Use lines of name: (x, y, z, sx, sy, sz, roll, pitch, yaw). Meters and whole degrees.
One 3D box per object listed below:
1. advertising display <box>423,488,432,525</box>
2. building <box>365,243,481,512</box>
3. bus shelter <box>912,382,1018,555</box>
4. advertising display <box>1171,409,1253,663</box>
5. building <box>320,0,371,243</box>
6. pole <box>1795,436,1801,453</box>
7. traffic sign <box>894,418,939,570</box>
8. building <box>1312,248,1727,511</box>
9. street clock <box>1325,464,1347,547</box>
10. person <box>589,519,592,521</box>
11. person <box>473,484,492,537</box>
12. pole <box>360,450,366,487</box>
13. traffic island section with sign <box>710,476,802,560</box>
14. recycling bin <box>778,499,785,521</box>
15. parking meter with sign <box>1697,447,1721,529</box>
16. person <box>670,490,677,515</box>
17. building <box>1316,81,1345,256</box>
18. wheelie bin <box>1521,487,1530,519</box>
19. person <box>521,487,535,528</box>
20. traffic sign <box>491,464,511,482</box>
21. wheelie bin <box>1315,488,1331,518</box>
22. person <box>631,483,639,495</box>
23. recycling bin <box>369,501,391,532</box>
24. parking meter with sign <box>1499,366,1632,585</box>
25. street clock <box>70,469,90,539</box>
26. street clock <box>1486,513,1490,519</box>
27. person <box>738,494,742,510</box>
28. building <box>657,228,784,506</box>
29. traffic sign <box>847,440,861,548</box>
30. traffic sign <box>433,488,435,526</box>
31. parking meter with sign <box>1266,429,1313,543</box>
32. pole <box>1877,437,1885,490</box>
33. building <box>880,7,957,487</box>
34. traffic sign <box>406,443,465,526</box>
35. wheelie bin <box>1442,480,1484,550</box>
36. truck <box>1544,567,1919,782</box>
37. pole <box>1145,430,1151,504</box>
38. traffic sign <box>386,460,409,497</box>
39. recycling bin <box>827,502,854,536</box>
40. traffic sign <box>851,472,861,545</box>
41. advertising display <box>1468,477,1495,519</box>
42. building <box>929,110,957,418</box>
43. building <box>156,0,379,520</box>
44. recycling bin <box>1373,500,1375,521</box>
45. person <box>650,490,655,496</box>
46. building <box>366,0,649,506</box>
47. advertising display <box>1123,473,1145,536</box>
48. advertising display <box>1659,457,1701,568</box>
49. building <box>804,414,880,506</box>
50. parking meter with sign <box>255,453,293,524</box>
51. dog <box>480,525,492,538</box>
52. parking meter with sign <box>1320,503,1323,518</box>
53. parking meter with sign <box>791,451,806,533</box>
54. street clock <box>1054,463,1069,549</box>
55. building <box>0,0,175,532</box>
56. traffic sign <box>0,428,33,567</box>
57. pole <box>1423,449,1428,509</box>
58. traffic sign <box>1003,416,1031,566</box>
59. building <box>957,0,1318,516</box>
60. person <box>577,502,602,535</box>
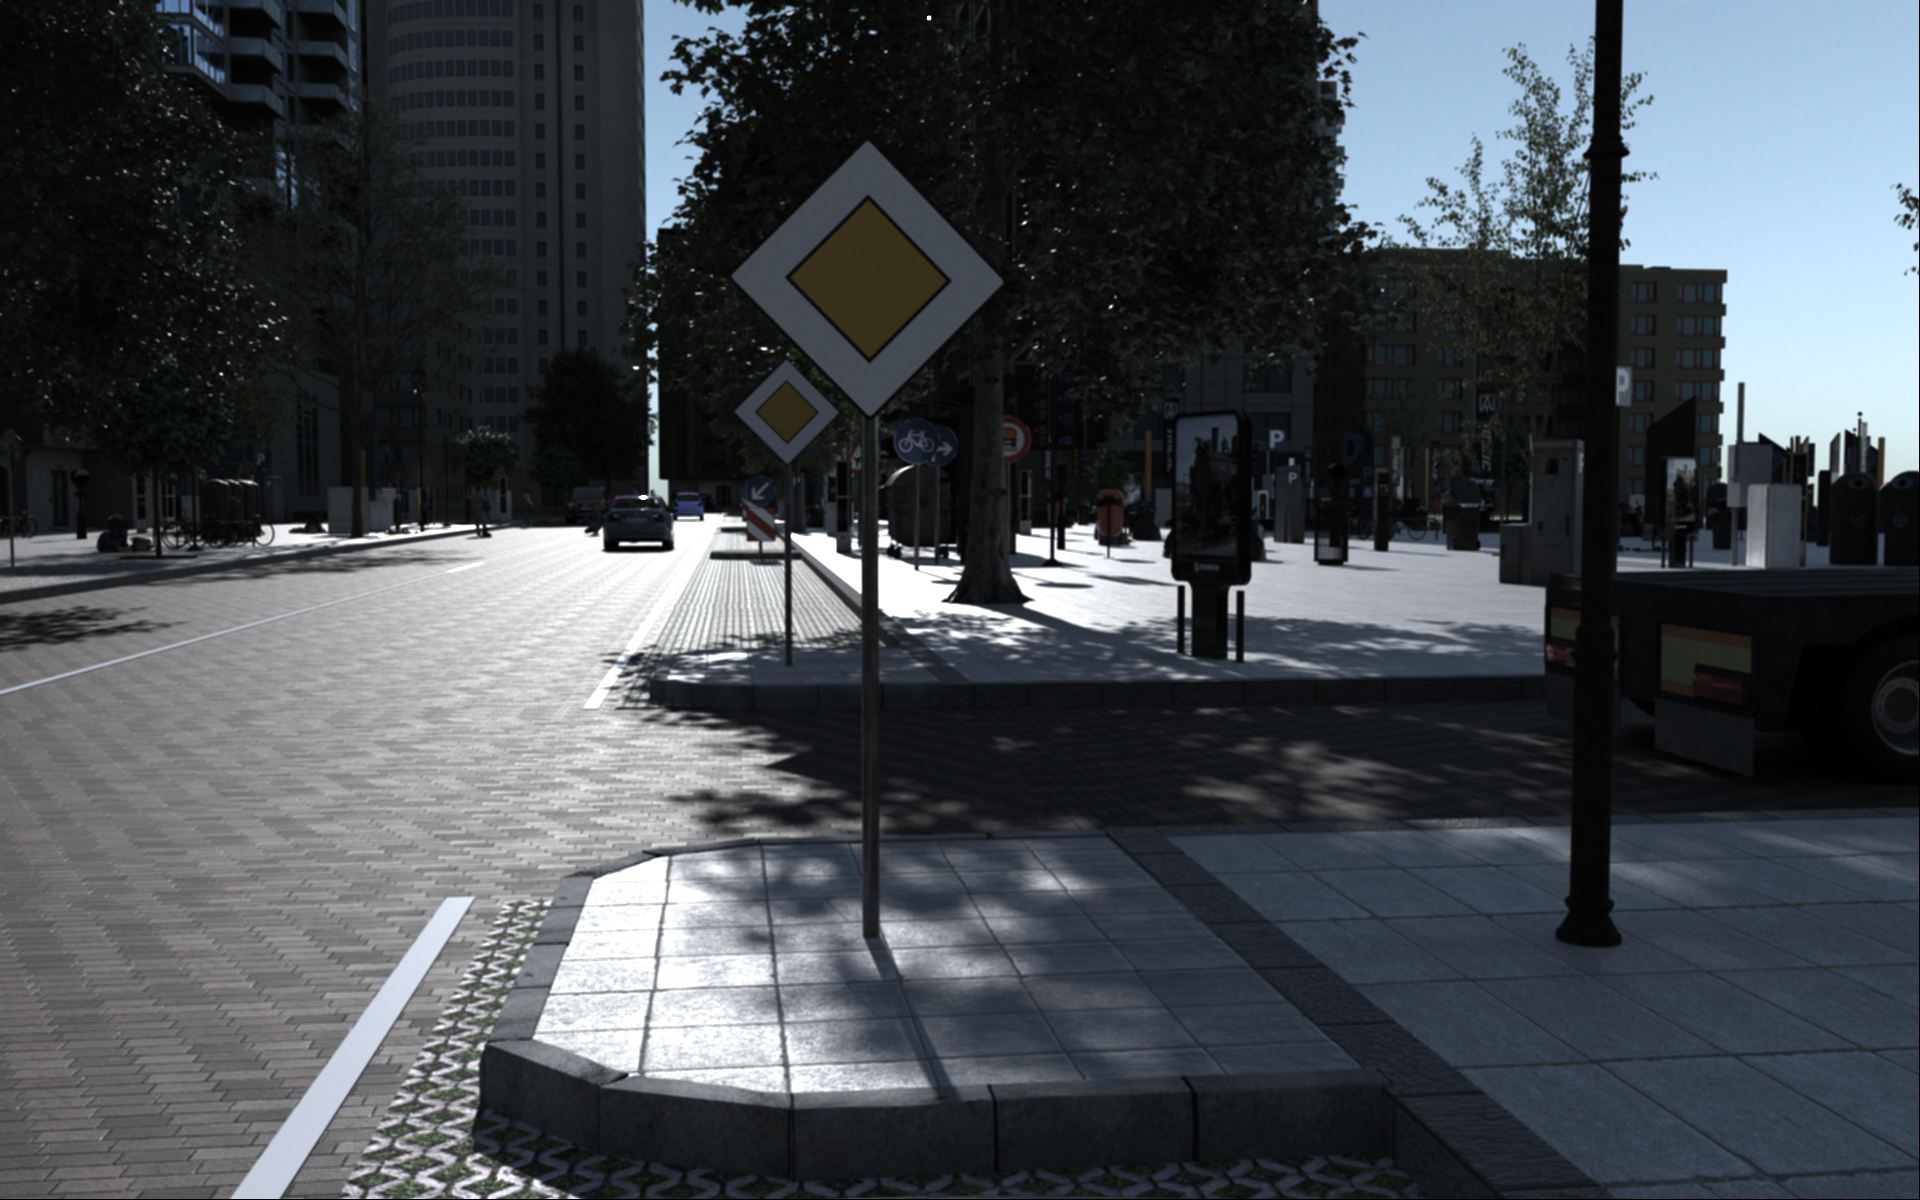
advertising display: (-22.441, -4.120, 72.577, 0.974, 1.923, 0.123, 3, 5, 41)
building: (-53.948, -17.674, 134.008, 28.899, 21.520, 27.650, 0, 4, -7)
bus shelter: (0.034, -2.954, 39.576, 1.731, 3.624, 6.357, 0, 4, -8)
advertising display: (1.957, -0.509, 13.542, 0.123, 1.923, 0.974, -2, 4, -24)
building: (-73.367, -45.549, 182.973, 20.611, 71.187, 20.563, 0, 4, -7)
pole: (29.332, -4.090, 60.722, 0.158, 3.312, 0.155, 0, 3, 0)
traffic sign: (-0.731, -1.773, 29.103, 0.768, 2.556, 0.104, 0, 4, -3)
building: (42.926, -18.380, 145.545, 28.899, 21.520, 27.650, 0, 4, -7)
street clock: (9.056, -2.275, 41.773, 0.471, 2.002, 0.358, -2, 4, -25)
person: (-19.500, -5.122, 91.878, 1.348, 1.869, 0.705, -1, 4, -14)
person: (-16.036, -3.026, 58.326, 0.716, 1.782, 0.532, 2, 4, 28)
pole: (-27.388, -5.241, 79.536, 0.158, 3.312, 0.155, 0, 3, 0)
traffic island section with sign: (-4.549, -1.826, 38.475, 1.989, 1.847, 2.006, 0, 4, -7)
recycling bin: (-8.353, -4.370, 84.009, 0.722, 1.027, 0.722, 2, 4, 34)
parking meter with sign: (27.410, -4.181, 64.617, 1.738, 3.016, 0.543, 2, 4, 24)
person: (-18.853, -6.457, 114.794, 0.721, 1.735, 1.217, -3, 5, -42)
building: (27.263, -35.428, 198.858, 30.456, 49.044, 23.786, 0, 4, -7)
wheelie bin: (26.513, -4.440, 80.494, 0.980, 1.594, 0.693, 3, 5, 40)
person: (-18.584, -3.987, 74.275, 0.643, 1.750, 0.593, -3, 5, -40)
traffic sign: (-20.087, -4.633, 75.756, 0.884, 2.594, 0.081, 0, 4, 2)
wheelie bin: (17.532, -4.666, 84.196, 0.980, 1.594, 0.693, -1, 4, -23)
person: (-10.180, -2.760, 53.962, 0.374, 1.781, 0.599, -1, 4, -19)
recycling bin: (-19.974, -2.864, 59.373, 0.722, 1.027, 0.722, -2, 4, -34)
parking meter with sign: (8.439, -1.716, 24.321, 0.543, 3.016, 1.738, -3, 5, -41)
street clock: (-25.079, -2.742, 49.401, 0.358, 2.002, 0.471, 2, 4, 28)
street clock: (22.944, -4.324, 75.270, 0.471, 2.002, 0.358, -2, 4, -26)
person: (-18.938, -8.530, 149.442, 0.415, 1.643, 0.593, -1, 4, -10)
building: (-25.593, -25.445, 187.732, 14.107, 30.474, 14.160, 0, 4, -7)
traffic sign: (-2.422, -2.538, 41.502, 0.884, 2.594, 0.081, 0, 4, -4)
traffic sign: (-20.978, -4.220, 69.008, 0.884, 2.594, 0.081, 0, 4, 1)
parking meter with sign: (8.638, -3.026, 45.734, 0.543, 3.016, 1.738, -1, 4, -11)
pole: (33.079, -4.184, 62.253, 0.158, 3.312, 0.155, 0, 3, 0)
building: (4.808, -31.798, 143.600, 21.300, 48.544, 21.600, 0, 4, -7)
traffic sign: (-20.792, -4.577, 68.701, 2.265, 3.308, 0.079, 0, 4, -4)
wheelie bin: (11.467, -1.940, 39.632, 0.980, 1.594, 0.693, -1, 4, -12)
truck: (13.062, -1.260, 10.354, 18.799, 4.110, 2.967, 0, 4, -5)
pole: (6.020, -3.770, 55.476, 0.158, 3.312, 0.155, 0, 3, 0)
traffic sign: (-21.636, -4.077, 66.658, 0.884, 2.594, 0.081, 0, 4, 2)
recycling bin: (-3.646, -2.462, 52.809, 0.722, 1.027, 0.722, 0, 4, 6)
traffic sign: (-2.511, -2.680, 43.820, 0.884, 2.594, 0.081, 0, 4, -1)
advertising display: (19.448, -3.635, 64.638, 0.974, 1.923, 0.123, 0, 4, 5)
building: (4.477, -21.656, 125.771, 14.160, 30.474, 14.107, 0, 4, -7)
building: (-45.972, -47.965, 96.900, 22.319, 86.520, 31.000, 0, 4, -7)
recycling bin: (18.546, -3.975, 77.543, 0.722, 1.027, 0.722, 1, 4, 10)
person: (-20.624, -6.530, 116.068, 0.445, 1.727, 0.742, 0, 4, -1)
building: (-48.343, -39.475, 187.416, 28.212, 58.520, 21.231, 0, 4, -7)
advertising display: (5.326, -2.930, 53.116, 0.123, 1.923, 0.974, -2, 4, -29)
advertising display: (12.515, -1.527, 30.174, 0.974, 1.923, 0.123, -2, 4, -35)
building: (-4.098, -35.173, 194.689, 30.456, 49.044, 23.786, 0, 4, -7)
parking meter with sign: (-29.174, -4.742, 73.786, 0.543, 3.016, 1.738, 1, 4, 17)
dog: (-15.608, -2.240, 56.818, 0.550, 0.427, 0.748, 1, 4, 11)
parking meter with sign: (16.499, -5.284, 82.654, 1.738, 3.016, 0.543, 3, 5, 41)
parking meter with sign: (-5.403, -3.767, 57.852, 0.543, 3.016, 1.738, 0, 4, -1)
street clock: (2.345, -2.175, 40.133, 0.358, 2.002, 0.471, 0, 4, 4)
building: (-36.852, -17.591, 59.308, 14.160, 30.474, 14.107, 0, 4, -7)
traffic sign: (-16.721, -1.793, 30.504, 0.795, 2.450, 0.064, 0, 4, -1)
pole: (20.870, -5.129, 77.703, 0.158, 3.312, 0.155, 0, 3, 0)
traffic sign: (0.776, -1.724, 28.285, 0.768, 2.556, 0.104, 0, 4, 2)
building: (9.058, -40.937, 107.566, 20.563, 71.187, 20.611, 0, 4, -7)
person: (-12.754, -2.827, 60.228, 0.738, 1.151, 1.012, -3, 5, -42)
